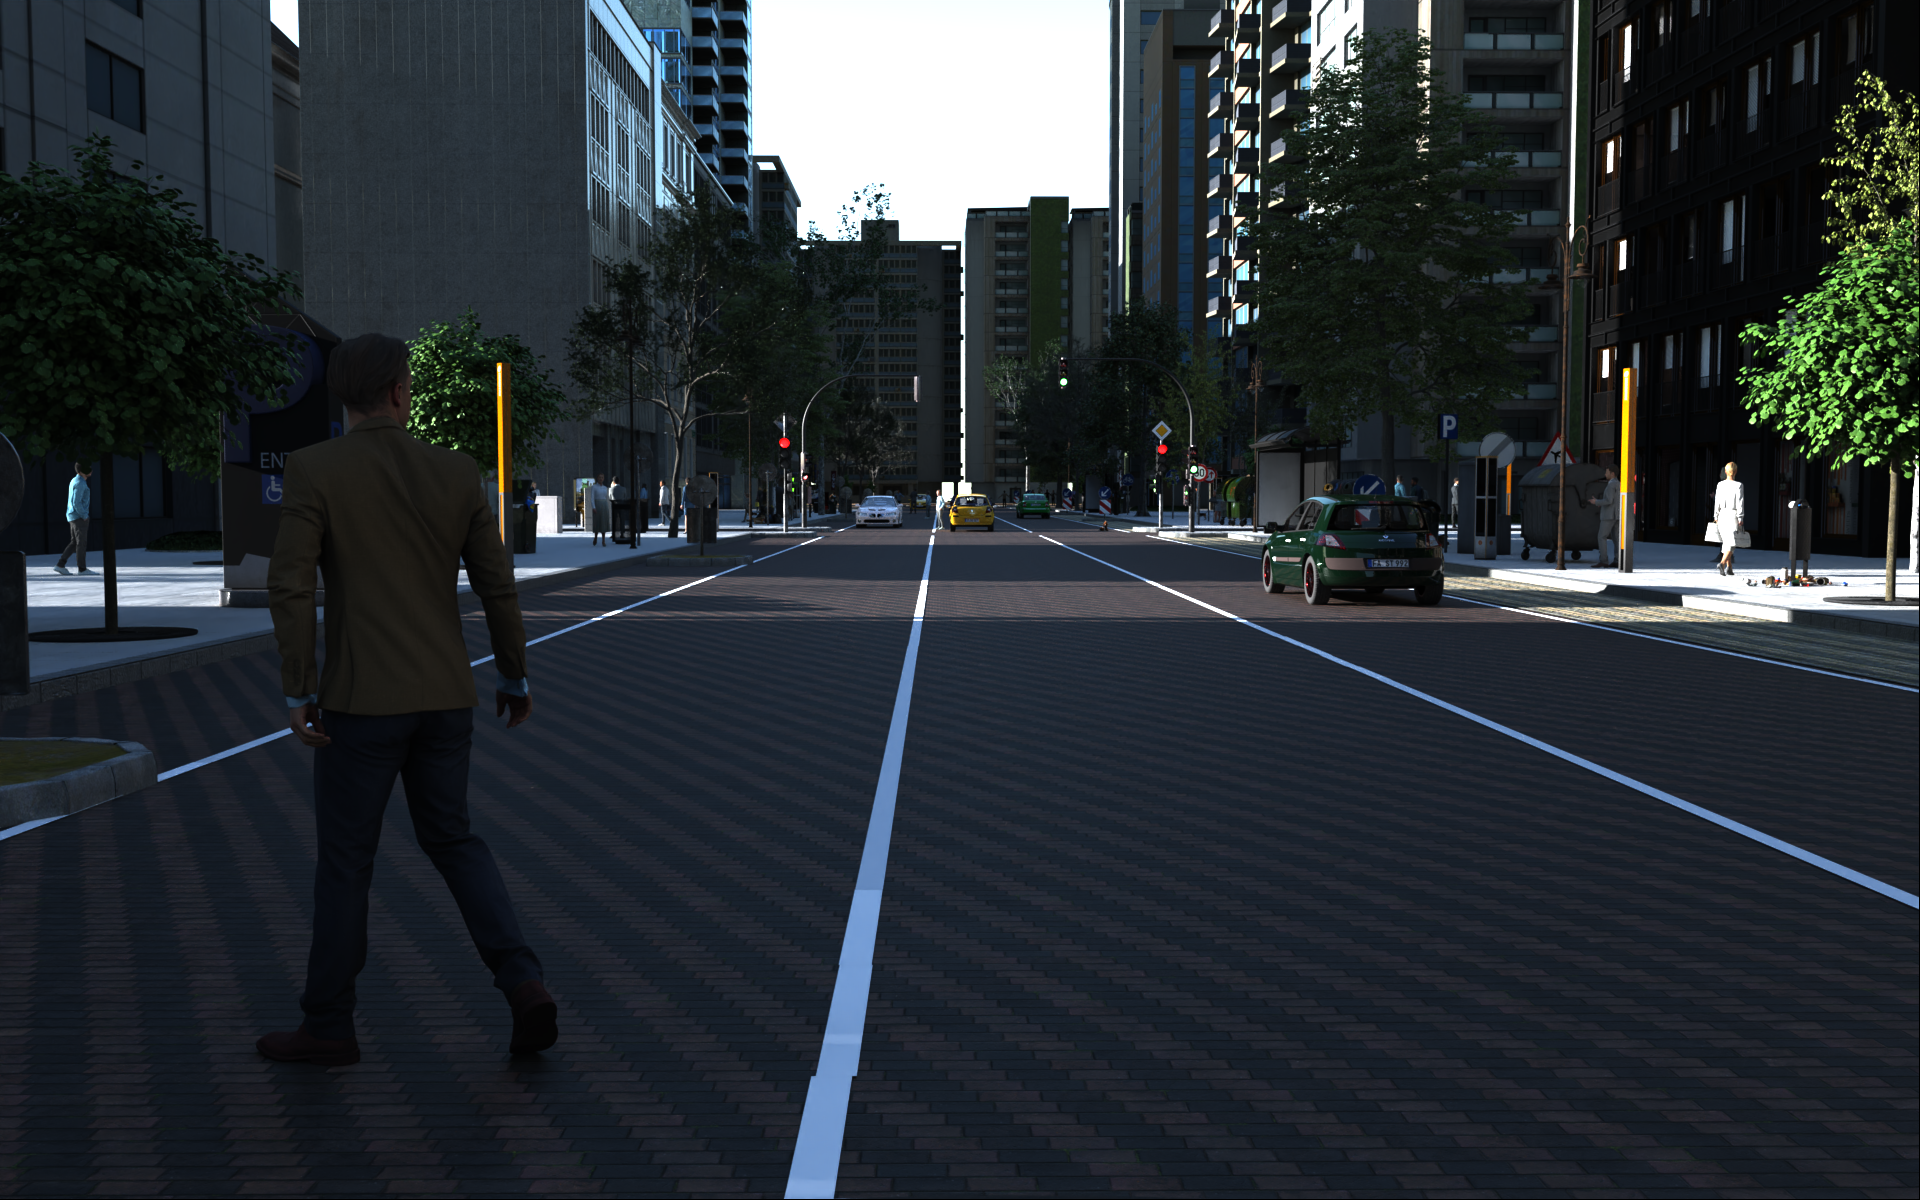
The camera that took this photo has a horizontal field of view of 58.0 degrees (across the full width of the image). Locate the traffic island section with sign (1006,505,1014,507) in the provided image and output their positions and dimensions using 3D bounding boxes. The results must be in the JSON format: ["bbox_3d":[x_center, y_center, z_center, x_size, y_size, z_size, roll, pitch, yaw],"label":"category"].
[{"bbox_3d":[6.242,-11.410,195.173,1.989,1.847,2.006,0,4,-1],"label":"traffic island section with sign"}]

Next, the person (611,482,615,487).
[{"bbox_3d":[-13.227,-3.678,66.369,0.537,1.800,0.526,2,4,26],"label":"person"}]

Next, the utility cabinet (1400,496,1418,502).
[{"bbox_3d":[12.058,-2.206,47.226,0.306,1.237,1.020,-1,4,-18],"label":"utility cabinet"}]

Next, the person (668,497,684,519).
[{"bbox_3d":[-14.473,-4.740,89.035,1.012,1.151,0.738,3,5,42],"label":"person"}]

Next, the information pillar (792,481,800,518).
[{"bbox_3d":[-8.759,-5.388,92.583,0.304,2.012,0.304,2,4,28],"label":"information pillar"}]

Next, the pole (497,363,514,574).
[{"bbox_3d":[-7.097,-2.030,27.035,0.158,3.312,0.155,0,3,0],"label":"pole"}]

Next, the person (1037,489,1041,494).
[{"bbox_3d":[5.329,-6.899,121.508,0.699,1.804,1.509,3,5,39],"label":"person"}]

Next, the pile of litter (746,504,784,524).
[{"bbox_3d":[-8.381,-3.708,74.590,1.719,0.858,1.176,-1,4,-21],"label":"pile of litter"}]

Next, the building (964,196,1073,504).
[{"bbox_3d":[7.662,-34.020,239.815,14.086,41.232,14.154,0,4,-1],"label":"building"}]

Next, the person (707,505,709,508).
[{"bbox_3d":[-14.261,-5.670,98.630,0.818,1.842,0.514,-3,5,-41],"label":"person"}]

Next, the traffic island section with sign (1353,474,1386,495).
[{"bbox_3d":[8.053,-1.633,35.333,1.989,1.847,2.006,0,4,-1],"label":"traffic island section with sign"}]

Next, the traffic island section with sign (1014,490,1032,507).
[{"bbox_3d":[6.549,-9.761,168.220,1.989,1.847,2.006,0,4,-1],"label":"traffic island section with sign"}]

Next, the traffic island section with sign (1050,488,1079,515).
[{"bbox_3d":[7.122,-6.671,117.699,1.989,1.847,2.006,0,4,-1],"label":"traffic island section with sign"}]

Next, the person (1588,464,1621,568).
[{"bbox_3d":[11.291,-1.467,30.234,0.583,1.804,0.606,3,4,36],"label":"person"}]

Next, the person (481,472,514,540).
[{"bbox_3d":[-9.465,-1.749,35.123,0.782,1.767,0.515,-2,4,-23],"label":"person"}]

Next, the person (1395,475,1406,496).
[{"bbox_3d":[12.777,-2.734,50.609,0.748,1.841,0.638,0,4,-6],"label":"person"}]

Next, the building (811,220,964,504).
[{"bbox_3d":[-11.473,-34.025,248.193,23.993,40.220,32.217,0,4,-1],"label":"building"}]

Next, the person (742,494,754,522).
[{"bbox_3d":[-9.595,-4.168,78.464,0.475,1.303,0.640,3,5,42],"label":"person"}]

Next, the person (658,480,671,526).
[{"bbox_3d":[-11.831,-3.905,69.736,0.795,1.843,0.661,1,4,16],"label":"person"}]

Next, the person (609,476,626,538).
[{"bbox_3d":[-9.943,-2.696,50.297,0.511,1.800,0.466,-2,4,-25],"label":"person"}]

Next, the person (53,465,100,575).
[{"bbox_3d":[-13.985,-1.303,27.360,0.620,1.820,0.660,-3,5,-39],"label":"person"}]

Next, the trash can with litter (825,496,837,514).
[{"bbox_3d":[-8.349,-6.075,110.712,1.055,1.170,0.624,3,4,36],"label":"trash can with litter"}]

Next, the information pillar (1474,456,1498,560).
[{"bbox_3d":[10.250,-1.789,33.750,0.304,2.012,0.304,-2,4,-32],"label":"information pillar"}]

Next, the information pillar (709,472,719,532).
[{"bbox_3d":[-8.349,-3.321,58.787,0.304,2.012,0.304,0,4,-6],"label":"information pillar"}]

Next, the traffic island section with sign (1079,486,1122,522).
[{"bbox_3d":[7.419,-5.023,90.746,1.989,1.847,2.006,0,4,-1],"label":"traffic island section with sign"}]

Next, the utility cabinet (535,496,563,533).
[{"bbox_3d":[-13.516,-2.784,56.681,1.020,1.237,0.306,1,4,21],"label":"utility cabinet"}]

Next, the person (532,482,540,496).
[{"bbox_3d":[-17.485,-3.971,71.329,0.694,1.780,0.624,0,4,6],"label":"person"}]

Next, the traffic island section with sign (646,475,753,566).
[{"bbox_3d":[-5.274,-1.637,35.387,1.989,1.847,2.006,0,4,-1],"label":"traffic island section with sign"}]

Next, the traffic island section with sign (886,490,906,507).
[{"bbox_3d":[-7.077,-11.422,195.372,1.989,1.847,2.006,0,4,-1],"label":"traffic island section with sign"}]

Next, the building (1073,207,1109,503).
[{"bbox_3d":[22.123,-34.025,239.909,14.086,41.232,14.154,0,4,-1],"label":"building"}]

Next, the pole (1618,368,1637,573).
[{"bbox_3d":[10.861,-2.099,28.161,0.158,3.312,0.155,0,3,0],"label":"pole"}]

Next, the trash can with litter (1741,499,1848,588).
[{"bbox_3d":[11.665,-0.825,24.550,1.678,1.210,2.233,3,5,44],"label":"trash can with litter"}]

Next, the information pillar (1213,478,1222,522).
[{"bbox_3d":[11.665,-4.521,78.409,0.304,2.012,0.304,-1,4,-14],"label":"information pillar"}]

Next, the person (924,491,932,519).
[{"bbox_3d":[-1.866,-5.559,101.199,0.330,1.601,0.589,2,4,30],"label":"person"}]

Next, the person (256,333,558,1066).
[{"bbox_3d":[-1.384,0.247,4.380,0.836,1.842,0.656,1,4,16],"label":"person"}]

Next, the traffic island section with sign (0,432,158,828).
[{"bbox_3d":[-4.964,0.034,8.064,1.989,1.847,2.006,0,4,-1],"label":"traffic island section with sign"}]

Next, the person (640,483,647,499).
[{"bbox_3d":[-15.119,-4.681,82.844,0.793,1.790,0.793,-2,4,-24],"label":"person"}]

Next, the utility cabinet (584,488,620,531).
[{"bbox_3d":[-12.139,-3.064,58.770,1.173,1.500,0.318,-1,4,-15],"label":"utility cabinet"}]

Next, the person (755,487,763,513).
[{"bbox_3d":[-13.344,-6.895,118.993,1.509,1.804,0.699,-1,4,-15],"label":"person"}]

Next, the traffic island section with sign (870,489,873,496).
[{"bbox_3d":[-6.210,-6.688,117.971,1.989,1.847,2.006,0,4,-1],"label":"traffic island section with sign"}]

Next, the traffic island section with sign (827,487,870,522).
[{"bbox_3d":[-5.896,-5.014,90.605,1.989,1.847,2.006,0,4,-1],"label":"traffic island section with sign"}]

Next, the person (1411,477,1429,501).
[{"bbox_3d":[14.280,-2.960,54.423,0.794,1.824,0.713,-1,4,-23],"label":"person"}]

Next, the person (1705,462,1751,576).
[{"bbox_3d":[12.019,-1.270,27.153,0.624,1.780,0.694,-1,4,-20],"label":"person"}]

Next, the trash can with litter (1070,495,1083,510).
[{"bbox_3d":[9.664,-7.744,137.667,1.678,1.210,2.233,-3,5,-41],"label":"trash can with litter"}]

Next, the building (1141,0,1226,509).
[{"bbox_3d":[24.424,-31.105,158.670,14.600,45.320,14.200,0,4,-1],"label":"building"}]

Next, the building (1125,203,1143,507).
[{"bbox_3d":[23.376,-24.593,173.804,14.160,30.474,14.107,0,4,-1],"label":"building"}]

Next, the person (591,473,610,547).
[{"bbox_3d":[-8.863,-2.217,42.521,0.478,1.798,0.641,-2,4,-26],"label":"person"}]

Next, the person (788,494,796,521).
[{"bbox_3d":[-8.152,-4.474,83.469,0.475,1.303,0.640,0,4,-5],"label":"person"}]

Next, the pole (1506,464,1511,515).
[{"bbox_3d":[21.037,-4.436,66.377,0.158,3.312,0.155,0,3,0],"label":"pole"}]

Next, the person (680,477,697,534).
[{"bbox_3d":[-8.672,-3.024,55.515,0.581,1.822,0.654,-2,4,-35],"label":"person"}]

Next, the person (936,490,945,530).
[{"bbox_3d":[-0.820,-3.654,70.060,0.330,1.601,0.589,-1,4,-17],"label":"person"}]

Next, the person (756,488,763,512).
[{"bbox_3d":[-14.014,-7.000,121.089,0.593,1.750,0.643,-1,4,-17],"label":"person"}]

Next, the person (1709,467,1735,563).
[{"bbox_3d":[14.152,-1.589,32.209,0.526,1.800,0.537,3,5,45],"label":"person"}]

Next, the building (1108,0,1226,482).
[{"bbox_3d":[27.251,-39.911,194.542,21.231,58.520,28.212,0,4,-1],"label":"building"}]

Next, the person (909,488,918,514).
[{"bbox_3d":[-3.429,-7.276,127.271,0.655,1.846,0.447,-1,4,-12],"label":"person"}]

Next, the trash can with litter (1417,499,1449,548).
[{"bbox_3d":[11.197,-1.823,41.185,0.624,1.170,1.055,3,5,40],"label":"trash can with litter"}]
